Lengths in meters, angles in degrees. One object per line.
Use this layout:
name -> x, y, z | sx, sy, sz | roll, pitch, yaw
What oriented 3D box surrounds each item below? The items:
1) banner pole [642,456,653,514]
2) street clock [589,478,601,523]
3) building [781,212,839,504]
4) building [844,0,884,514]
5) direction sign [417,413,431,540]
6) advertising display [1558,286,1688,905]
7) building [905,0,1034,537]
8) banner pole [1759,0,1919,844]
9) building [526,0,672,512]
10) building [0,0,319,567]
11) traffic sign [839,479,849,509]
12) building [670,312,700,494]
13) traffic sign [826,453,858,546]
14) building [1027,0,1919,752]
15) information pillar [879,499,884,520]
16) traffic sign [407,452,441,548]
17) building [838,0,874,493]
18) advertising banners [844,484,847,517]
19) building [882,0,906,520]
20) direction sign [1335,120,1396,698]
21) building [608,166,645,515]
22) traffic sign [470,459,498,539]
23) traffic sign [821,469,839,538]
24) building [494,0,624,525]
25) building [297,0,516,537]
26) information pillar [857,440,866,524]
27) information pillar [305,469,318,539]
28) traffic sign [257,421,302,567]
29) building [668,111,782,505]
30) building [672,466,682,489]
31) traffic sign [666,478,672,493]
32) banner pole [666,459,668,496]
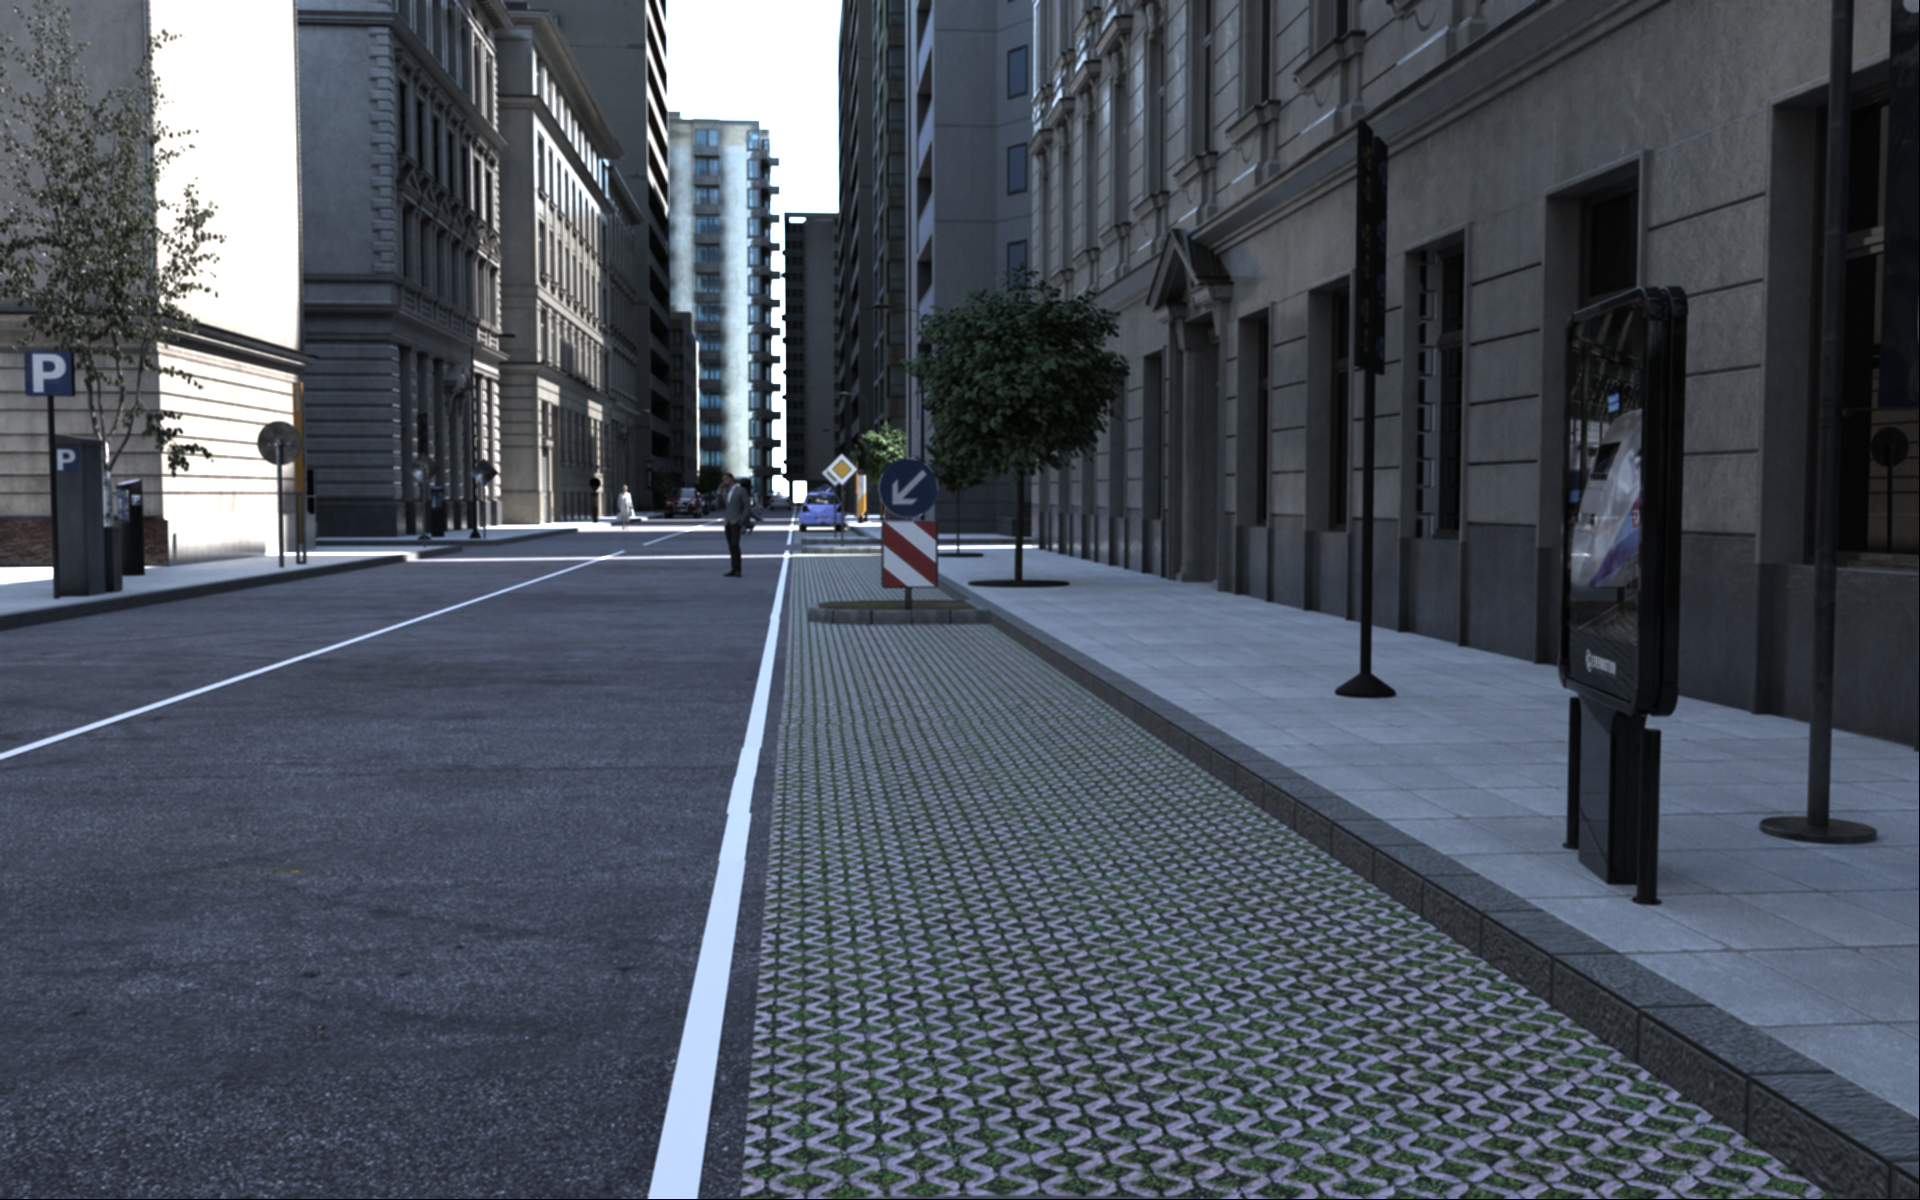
banner pole -> -20.523, -7.569, 113.767 | 0.863, 3.779, 0.401 | 1, 4, 17
street clock -> -16.074, -4.387, 76.291 | 0.471, 2.002, 0.358 | -1, 4, -16
building -> -11.137, -32.623, 225.260 | 23.993, 40.220, 32.217 | 0, 4, -5
building -> 2.669, -41.374, 114.718 | 20.563, 71.187, 20.611 | 0, 4, -5
direction sign -> -15.130, -3.475, 48.821 | 0.379, 3.537, 0.876 | -2, 4, -33
advertising display -> 2.196, -0.036, 5.807 | 0.123, 1.923, 0.974 | 0, 4, 5
building -> 12.703, -31.671, 59.827 | 28.212, 58.520, 21.231 | 0, 4, -5
banner pole -> 3.410, -0.994, 6.272 | 0.863, 3.779, 0.401 | 3, 5, 42
building -> -33.971, -31.182, 133.524 | 21.300, 48.544, 21.600 | 0, 4, -5
building -> -23.523, -10.361, 34.030 | 19.286, 19.102, 10.561 | 0, 4, -5
traffic sign -> -7.281, -6.578, 107.660 | 0.768, 2.556, 0.104 | 0, 4, 3
building -> -43.013, -20.705, 183.566 | 28.899, 21.520, 27.650 | 0, 4, -5
traffic sign -> -2.889, -2.372, 42.418 | 0.795, 2.450, 0.064 | 0, 4, -5
building -> 11.561, -14.905, 20.108 | 17.030, 29.872, 44.131 | 0, 4, -5
information pillar -> -3.842, -5.755, 85.448 | 0.183, 3.616, 0.504 | 1, 4, 13
traffic sign -> -12.842, -2.316, 41.509 | 0.795, 2.450, 0.064 | 0, 4, -5
building -> -0.317, -32.814, 160.205 | 21.300, 48.544, 21.600 | 0, 4, -5
advertising banners -> -6.595, -6.304, 99.251 | 0.090, 3.025, 2.074 | 0, 4, -7
building -> 2.889, -19.502, 90.559 | 14.160, 30.474, 14.107 | 0, 4, -5
direction sign -> 2.593, -1.161, 10.973 | 0.379, 3.537, 0.876 | 2, 4, 23
building -> -26.265, -17.160, 109.441 | 11.050, 23.489, 19.941 | 0, 4, -5
traffic sign -> -13.587, -2.802, 49.460 | 0.795, 2.450, 0.064 | 0, 4, -5
traffic sign -> -3.634, -2.858, 50.368 | 0.795, 2.450, 0.064 | 0, 4, -5
building -> -25.907, -15.355, 84.338 | 16.112, 22.955, 30.059 | 0, 4, -5
building -> -22.387, -14.111, 59.587 | 11.050, 23.489, 19.941 | 0, 4, -5
information pillar -> -4.251, -5.108, 74.871 | 0.183, 3.616, 0.504 | -3, 5, -40
information pillar -> -18.725, -2.781, 49.969 | 0.304, 2.012, 0.304 | -1, 4, -12
traffic sign -> -11.892, -1.846, 30.283 | 0.768, 2.556, 0.104 | 0, 4, -1
building -> -37.932, -36.663, 219.043 | 30.456, 49.044, 23.786 | 0, 4, -5
building -> -35.656, -43.768, 153.857 | 20.563, 71.187, 20.611 | 0, 4, -5
traffic sign -> -20.288, -7.260, 119.891 | 0.795, 2.450, 0.064 | 0, 4, -5
banner pole -> -20.739, -8.112, 122.640 | 0.401, 3.779, 0.863 | 0, 4, -5
